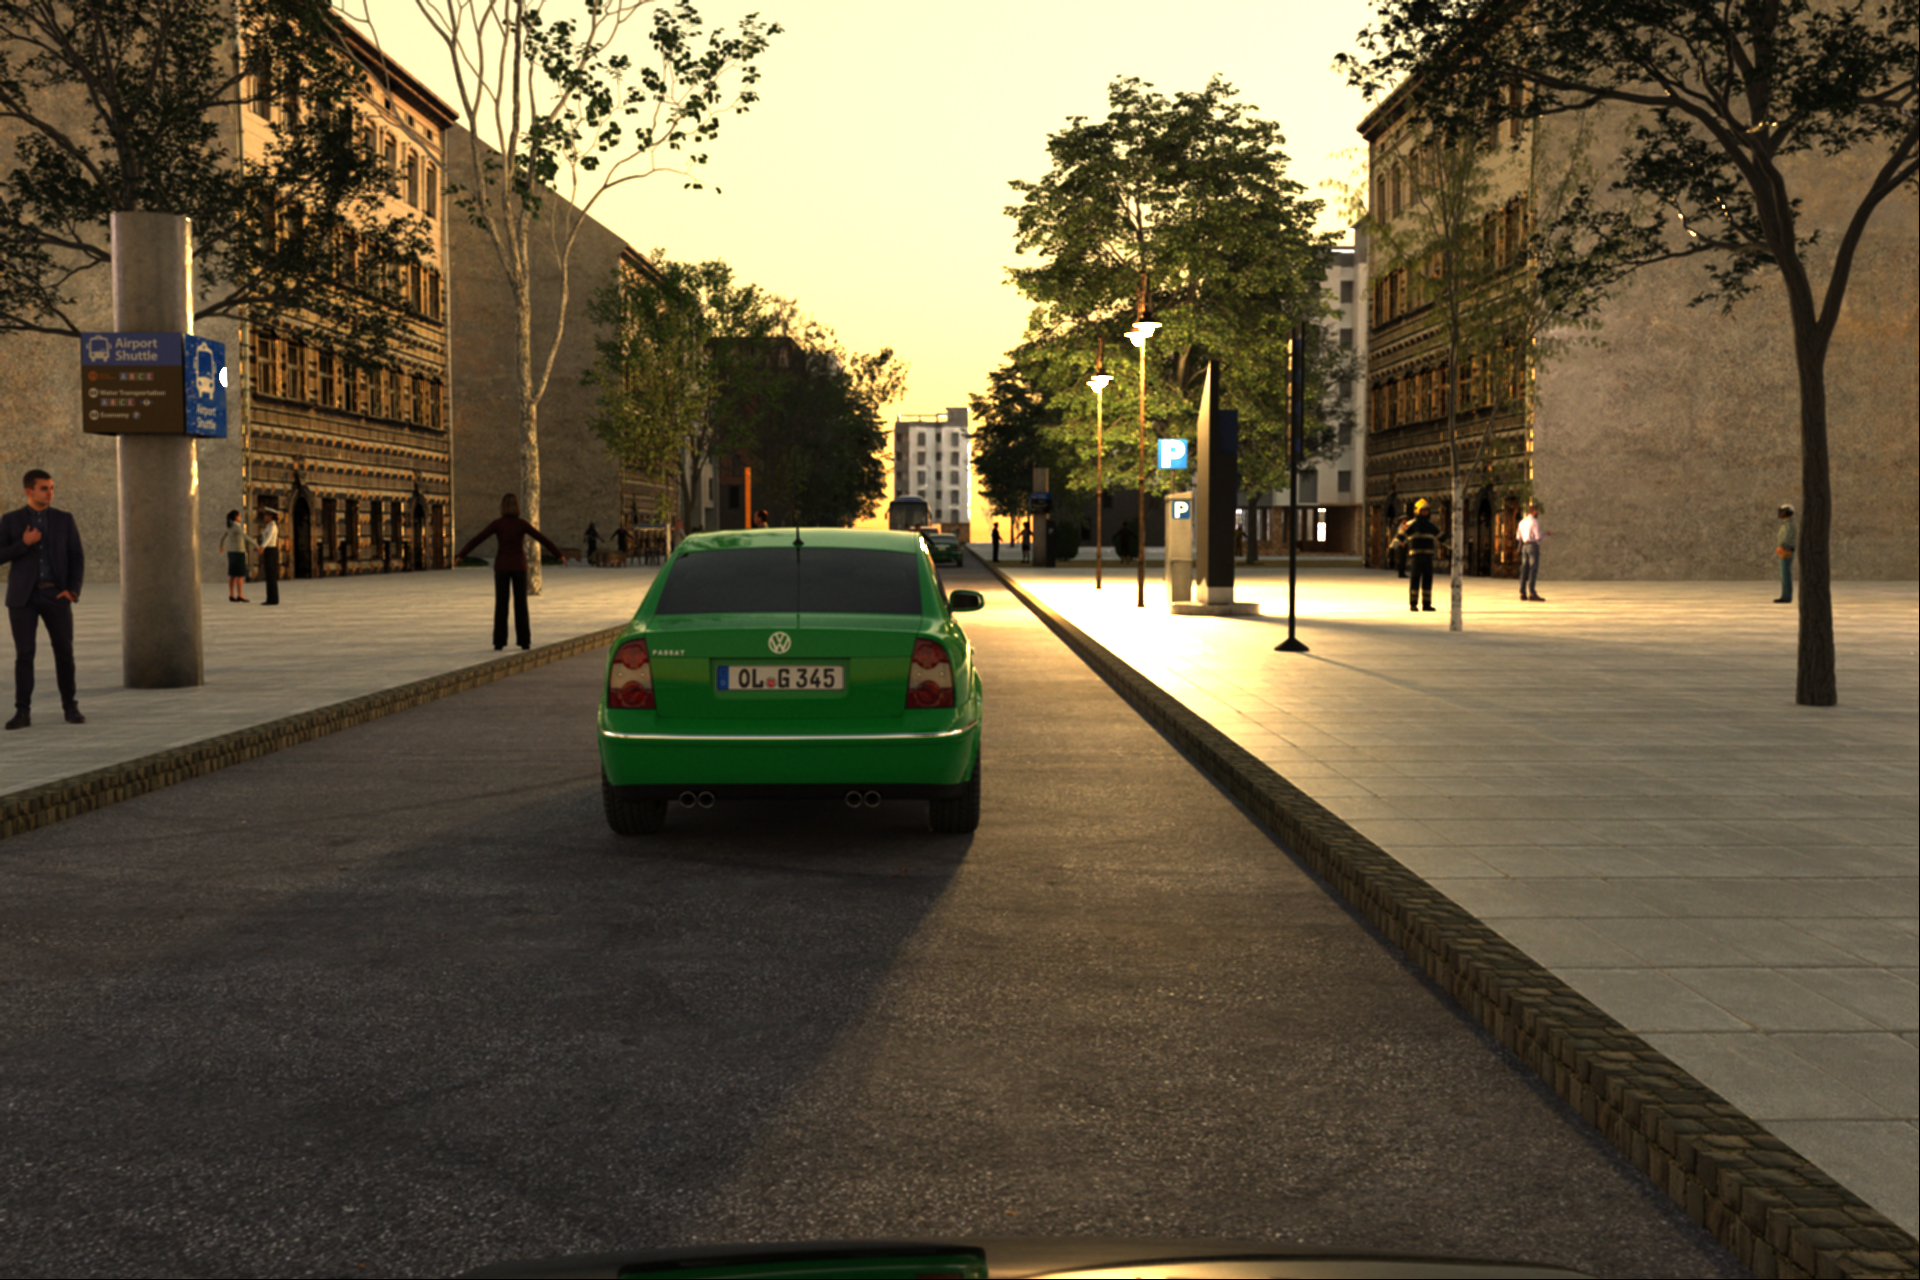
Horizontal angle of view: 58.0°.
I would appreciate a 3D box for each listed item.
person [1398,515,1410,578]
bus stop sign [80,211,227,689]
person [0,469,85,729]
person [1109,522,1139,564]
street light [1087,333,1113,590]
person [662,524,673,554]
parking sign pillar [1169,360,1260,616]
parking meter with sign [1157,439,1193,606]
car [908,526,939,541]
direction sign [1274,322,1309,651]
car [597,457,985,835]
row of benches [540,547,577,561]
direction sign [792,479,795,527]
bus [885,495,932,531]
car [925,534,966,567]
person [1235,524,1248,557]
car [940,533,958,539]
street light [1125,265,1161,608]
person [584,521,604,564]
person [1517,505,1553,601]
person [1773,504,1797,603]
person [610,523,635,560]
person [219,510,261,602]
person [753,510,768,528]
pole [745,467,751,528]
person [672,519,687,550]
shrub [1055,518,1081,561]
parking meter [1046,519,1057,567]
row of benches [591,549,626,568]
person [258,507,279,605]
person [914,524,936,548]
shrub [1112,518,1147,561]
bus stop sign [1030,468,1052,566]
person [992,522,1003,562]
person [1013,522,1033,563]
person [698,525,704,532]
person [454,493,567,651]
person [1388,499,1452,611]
[{"bbox_3d":[13.025,-2.754,50.814,0.704,1.855,1.343,1,4,22],"label":"person"},{"bbox_3d":[-6.726,-1.560,14.518,0.837,3.901,0.837,0,4,-1],"label":"bus stop sign"},{"bbox_3d":[-6.161,-0.284,11.598,0.541,1.710,0.530,-1,4,-22],"label":"person"},{"bbox_3d":[7.189,-4.242,75.500,1.346,1.812,0.704,0,4,-2],"label":"person"},{"bbox_3d":[3.217,-4.109,39.977,0.468,5.910,1.993,0,3,0],"label":"street light"},{"bbox_3d":[-15.368,-5.247,91.763,0.705,1.833,1.349,-3,5,-39],"label":"person"},{"bbox_3d":[4.069,-2.392,27.576,1.447,3.967,1.447,0,4,-1],"label":"parking sign pillar"},{"bbox_3d":[3.899,-2.129,31.065,0.543,3.016,1.738,0,3,0],"label":"parking meter with sign"},{"bbox_3d":[-1.861,-4.771,86.685,2.281,1.827,5.304,0,4,-2],"label":"car"},{"bbox_3d":[3.658,-1.651,18.998,0.379,3.537,0.876,0,4,0],"label":"direction sign"},{"bbox_3d":[-0.819,-0.052,9.642,1.959,1.807,4.718,0,4,-1],"label":"car"},{"bbox_3d":[-19.461,-4.138,83.127,1.422,0.672,4.104,1,4,10],"label":"row of benches"},{"bbox_3d":[-6.832,-4.837,71.082,0.379,3.537,0.876,0,4,2],"label":"direction sign"},{"bbox_3d":[-3.231,-7.503,114.215,2.896,3.916,12.251,0,3,0],"label":"bus"},{"bbox_3d":[-0.789,-3.972,76.733,2.131,1.459,4.920,0,4,0],"label":"car"},{"bbox_3d":[15.895,-5.679,98.619,1.354,1.858,0.705,2,4,34],"label":"person"},{"bbox_3d":[-1.206,-7.704,134.998,2.155,1.783,4.494,0,4,-2],"label":"car"},{"bbox_3d":[3.160,-3.504,30.082,0.468,5.910,1.993,0,4,0],"label":"street light"},{"bbox_3d":[-15.669,-4.165,73.875,0.705,1.856,1.354,2,4,25],"label":"person"},{"bbox_3d":[11.050,-1.670,33.221,0.599,1.838,0.709,-1,4,-21],"label":"person"},{"bbox_3d":[15.417,-1.624,32.386,0.704,1.849,1.345,2,4,28],"label":"person"},{"bbox_3d":[-16.388,-4.756,83.983,1.346,1.802,0.704,-3,4,-38],"label":"person"},{"bbox_3d":[-13.600,-1.583,32.715,1.217,1.735,0.721,2,4,32],"label":"person"},{"bbox_3d":[-3.027,-1.071,26.243,0.705,1.796,1.348,1,4,14],"label":"person"},{"bbox_3d":[-6.472,-3.613,52.922,0.158,3.312,0.155,0,3,0],"label":"pole"},{"bbox_3d":[-9.952,-3.391,61.594,0.704,1.811,1.347,-3,4,-37],"label":"person"},{"bbox_3d":[4.886,-4.742,81.577,1.661,2.075,1.752,0,3,0],"label":"shrub"},{"bbox_3d":[3.521,-3.740,66.867,0.399,1.863,0.255,0,4,-1],"label":"parking meter"},{"bbox_3d":[-13.744,-3.197,67.731,1.422,0.672,4.104,-1,4,-22],"label":"row of benches"},{"bbox_3d":[-12.573,-1.524,31.380,0.721,1.778,1.216,-1,4,-15],"label":"person"},{"bbox_3d":[-1.546,-3.366,63.684,1.347,1.806,0.705,0,4,-8],"label":"person"},{"bbox_3d":[8.179,-4.869,83.641,1.661,2.075,1.752,0,3,0],"label":"shrub"},{"bbox_3d":[3.205,-4.888,68.935,0.837,3.901,0.837,0,3,0],"label":"bus stop sign"},{"bbox_3d":[1.669,-4.478,79.146,0.705,1.837,1.347,-1,4,-16],"label":"person"},{"bbox_3d":[2.896,-4.316,76.705,1.345,1.843,0.704,3,5,43],"label":"person"},{"bbox_3d":[-14.460,-5.534,96.604,0.705,1.813,1.348,2,4,29],"label":"person"},{"bbox_3d":[-4.973,-0.757,19.182,1.215,1.729,0.721,-1,4,-14],"label":"person"},{"bbox_3d":[7.674,-1.405,28.741,1.351,1.858,0.704,-1,4,-15],"label":"person"}]
